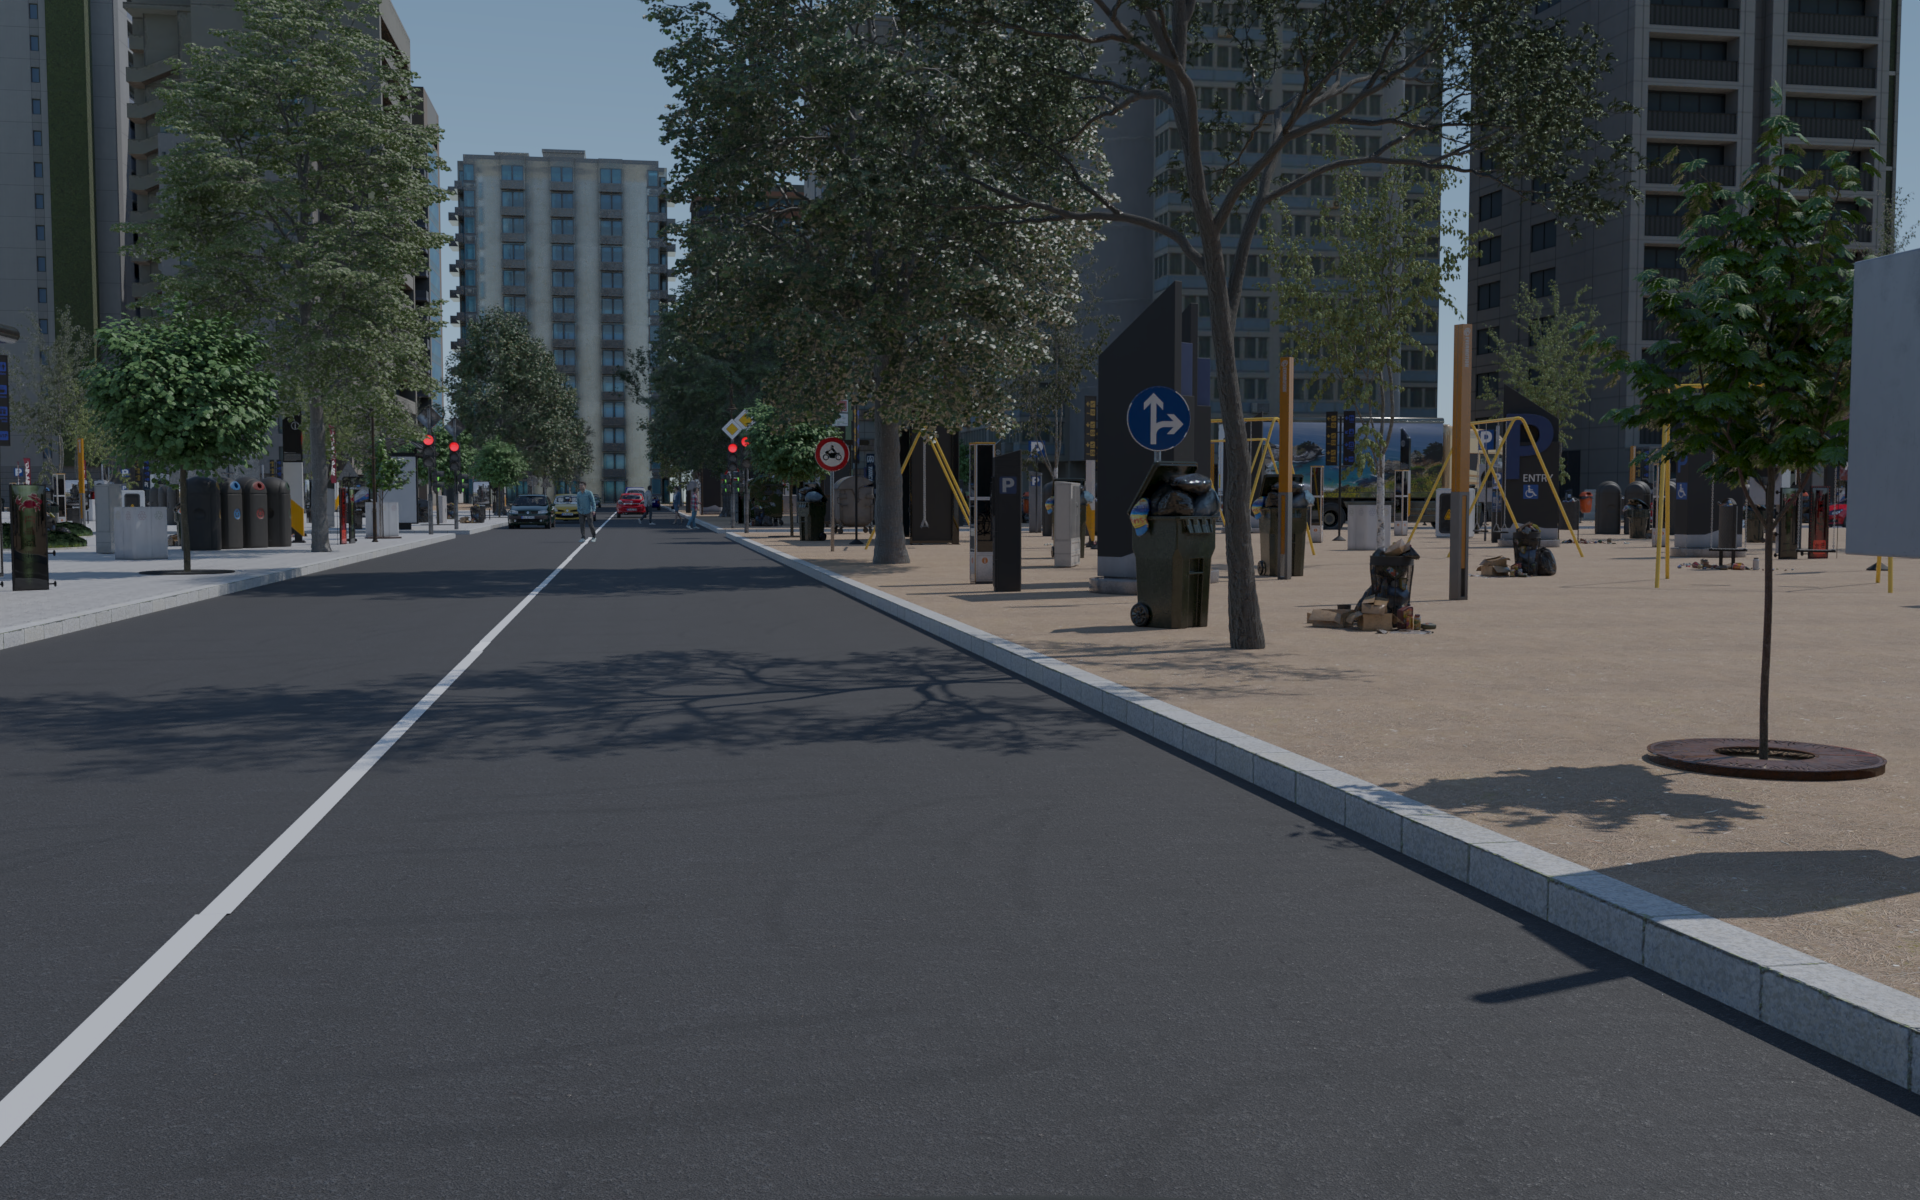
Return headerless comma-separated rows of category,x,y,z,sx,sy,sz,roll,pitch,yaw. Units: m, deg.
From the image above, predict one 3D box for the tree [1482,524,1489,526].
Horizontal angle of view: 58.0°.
tree,21.176,-4.657,70.737,1.663,3.219,1.824,0,3,0

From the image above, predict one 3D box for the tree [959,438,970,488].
tree,-0.895,-6.874,96.099,4.285,4.588,4.351,0,3,0

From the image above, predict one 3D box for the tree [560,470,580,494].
tree,-45.755,-15.422,202.504,4.360,8.622,3.978,0,3,0

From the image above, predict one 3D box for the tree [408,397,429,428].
tree,-41.507,-11.003,130.264,4.360,8.622,3.978,0,3,0

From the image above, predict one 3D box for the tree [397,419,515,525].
tree,-21.527,-5.373,71.564,4.285,4.588,4.351,0,3,0

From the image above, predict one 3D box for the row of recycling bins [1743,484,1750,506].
row of recycling bins,33.240,-4.035,73.082,1.069,1.692,3.534,2,4,28

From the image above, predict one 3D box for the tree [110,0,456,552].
tree,-14.385,-7.309,37.624,7.486,12.596,7.792,0,3,0

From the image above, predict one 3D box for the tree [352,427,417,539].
tree,-16.599,-3.374,49.764,1.663,3.219,1.824,0,3,0

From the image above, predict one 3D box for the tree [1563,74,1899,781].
tree,3.688,-0.828,8.147,1.663,3.219,1.824,0,3,0

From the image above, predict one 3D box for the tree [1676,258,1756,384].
tree,22.430,-6.088,49.909,4.737,8.622,4.395,0,3,0

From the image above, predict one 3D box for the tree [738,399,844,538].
tree,-4.985,-4.162,51.767,4.285,4.588,4.351,0,3,0

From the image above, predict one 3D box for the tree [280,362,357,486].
tree,-36.335,-9.003,97.556,4.737,8.622,4.395,0,3,0

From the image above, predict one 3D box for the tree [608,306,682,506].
tree,-29.524,-19.629,176.817,12.611,20.169,13.585,0,3,0

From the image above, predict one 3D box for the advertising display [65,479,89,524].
advertising display,-38.105,-4.250,74.705,0.974,1.923,0.123,-1,4,-15

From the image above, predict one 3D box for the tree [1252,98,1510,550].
tree,7.514,-4.978,31.755,4.737,8.622,4.395,0,3,0

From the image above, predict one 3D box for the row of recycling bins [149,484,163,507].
row of recycling bins,-32.632,-3.973,72.064,3.534,1.692,1.069,3,5,39

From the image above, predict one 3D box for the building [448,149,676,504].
building,-55.344,-38.147,243.313,30.456,49.044,23.786,-1,4,-11

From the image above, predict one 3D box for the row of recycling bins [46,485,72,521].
row of recycling bins,-42.865,-4.542,81.380,1.069,1.692,3.534,1,4,11

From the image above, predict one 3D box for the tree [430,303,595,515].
tree,-27.540,-11.439,104.043,9.611,12.733,9.660,0,3,0

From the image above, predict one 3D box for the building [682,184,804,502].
building,-25.545,-36.253,247.363,28.867,44.769,22.147,-1,4,-11

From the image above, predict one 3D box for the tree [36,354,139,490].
tree,-46.669,-8.671,92.135,4.737,8.622,4.395,0,3,0

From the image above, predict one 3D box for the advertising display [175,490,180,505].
advertising display,-24.196,-2.989,54.078,0.123,1.923,0.974,0,4,3

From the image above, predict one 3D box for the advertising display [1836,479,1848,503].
advertising display,37.076,-4.135,72.821,0.123,1.923,0.974,0,4,6

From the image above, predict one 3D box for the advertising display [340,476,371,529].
advertising display,-22.073,-3.556,63.358,0.974,1.923,0.123,0,4,-3

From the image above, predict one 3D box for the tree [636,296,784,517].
tree,-13.155,-10.977,96.484,9.611,12.733,9.660,0,3,0

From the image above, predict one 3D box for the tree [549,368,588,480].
tree,-36.542,-14.313,152.146,7.486,12.596,7.792,0,3,0

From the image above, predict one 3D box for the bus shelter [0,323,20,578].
bus shelter,-11.967,-2.414,17.102,2.179,5.291,8.768,-1,4,-11

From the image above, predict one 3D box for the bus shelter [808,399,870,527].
bus shelter,-5.306,-5.697,70.777,2.179,5.291,8.768,-1,4,-11

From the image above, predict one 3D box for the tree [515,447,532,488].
tree,-24.865,-6.722,93.626,4.285,4.588,4.351,0,3,0

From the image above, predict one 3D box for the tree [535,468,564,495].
tree,-34.439,-11.824,143.678,4.737,8.622,4.395,0,3,0

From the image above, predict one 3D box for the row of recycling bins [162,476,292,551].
row of recycling bins,-17.061,-2.060,40.791,1.069,1.692,3.534,1,4,13

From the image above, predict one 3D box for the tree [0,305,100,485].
tree,-34.937,-7.104,66.513,4.360,8.622,3.978,0,3,0

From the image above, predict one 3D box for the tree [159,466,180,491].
tree,-22.040,-3.382,49.901,1.663,3.219,1.824,0,3,0

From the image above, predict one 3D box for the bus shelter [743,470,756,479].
bus shelter,-13.774,-8.547,117.376,2.179,5.291,8.768,-1,4,-11

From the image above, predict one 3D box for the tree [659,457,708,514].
tree,-16.800,-9.879,111.880,4.737,8.622,4.395,0,3,0

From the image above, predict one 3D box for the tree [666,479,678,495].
tree,-33.541,-12.730,202.734,1.663,3.219,1.824,0,3,0

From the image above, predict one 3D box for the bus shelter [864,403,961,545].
bus shelter,-1.331,-3.390,46.717,1.731,3.624,6.357,-1,4,-11

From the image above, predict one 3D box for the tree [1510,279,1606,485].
tree,19.911,-6.624,58.666,4.737,8.622,4.395,0,3,0

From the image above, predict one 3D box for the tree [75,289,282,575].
tree,-12.563,-2.713,28.072,4.285,4.588,4.351,0,3,0

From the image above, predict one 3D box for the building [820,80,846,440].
building,-5.915,-31.737,169.010,14.600,45.320,14.200,-1,4,-11

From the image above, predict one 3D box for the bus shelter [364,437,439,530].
bus shelter,-20.729,-4.321,64.568,2.014,3.302,5.546,-1,4,-11

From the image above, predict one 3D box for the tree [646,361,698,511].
tree,-19.355,-12.874,128.619,7.486,12.596,7.792,0,3,0

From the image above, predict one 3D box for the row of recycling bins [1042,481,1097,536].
row of recycling bins,4.100,-2.833,53.437,3.534,1.692,1.069,-2,4,-34

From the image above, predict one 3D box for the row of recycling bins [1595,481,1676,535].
row of recycling bins,21.978,-2.922,54.885,3.534,1.692,1.069,2,4,28

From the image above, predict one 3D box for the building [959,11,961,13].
building,4.055,-57.457,252.094,31.000,86.520,22.319,-1,4,-11

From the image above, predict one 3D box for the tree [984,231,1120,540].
tree,2.454,-5.996,48.403,4.360,8.622,3.978,0,3,0

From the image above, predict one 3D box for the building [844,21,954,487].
building,-3.500,-28.816,154.731,14.154,41.232,14.086,-1,4,-11

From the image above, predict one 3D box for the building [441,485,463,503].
building,-84.676,-39.747,239.107,27.495,52.752,28.713,-1,4,-11

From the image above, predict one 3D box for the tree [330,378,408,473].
tree,-37.337,-9.577,106.939,4.360,8.622,3.978,0,3,0

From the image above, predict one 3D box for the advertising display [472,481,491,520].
advertising display,-23.907,-4.978,86.596,0.974,1.923,0.123,1,4,17

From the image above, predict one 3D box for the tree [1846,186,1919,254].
tree,22.694,-5.560,41.275,4.360,8.622,3.978,0,3,0

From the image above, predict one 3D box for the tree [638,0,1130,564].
tree,-1.268,-7.637,31.524,9.857,13.997,8.962,0,3,0

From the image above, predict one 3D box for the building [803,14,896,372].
building,-2.472,-36.781,190.600,28.713,52.752,27.495,-1,4,-11

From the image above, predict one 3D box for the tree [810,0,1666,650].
tree,2.197,-4.891,14.382,8.767,10.594,7.601,-3,4,-38

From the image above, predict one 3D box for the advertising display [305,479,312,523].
advertising display,-28.871,-4.376,76.766,0.123,1.923,0.974,-2,4,-32
